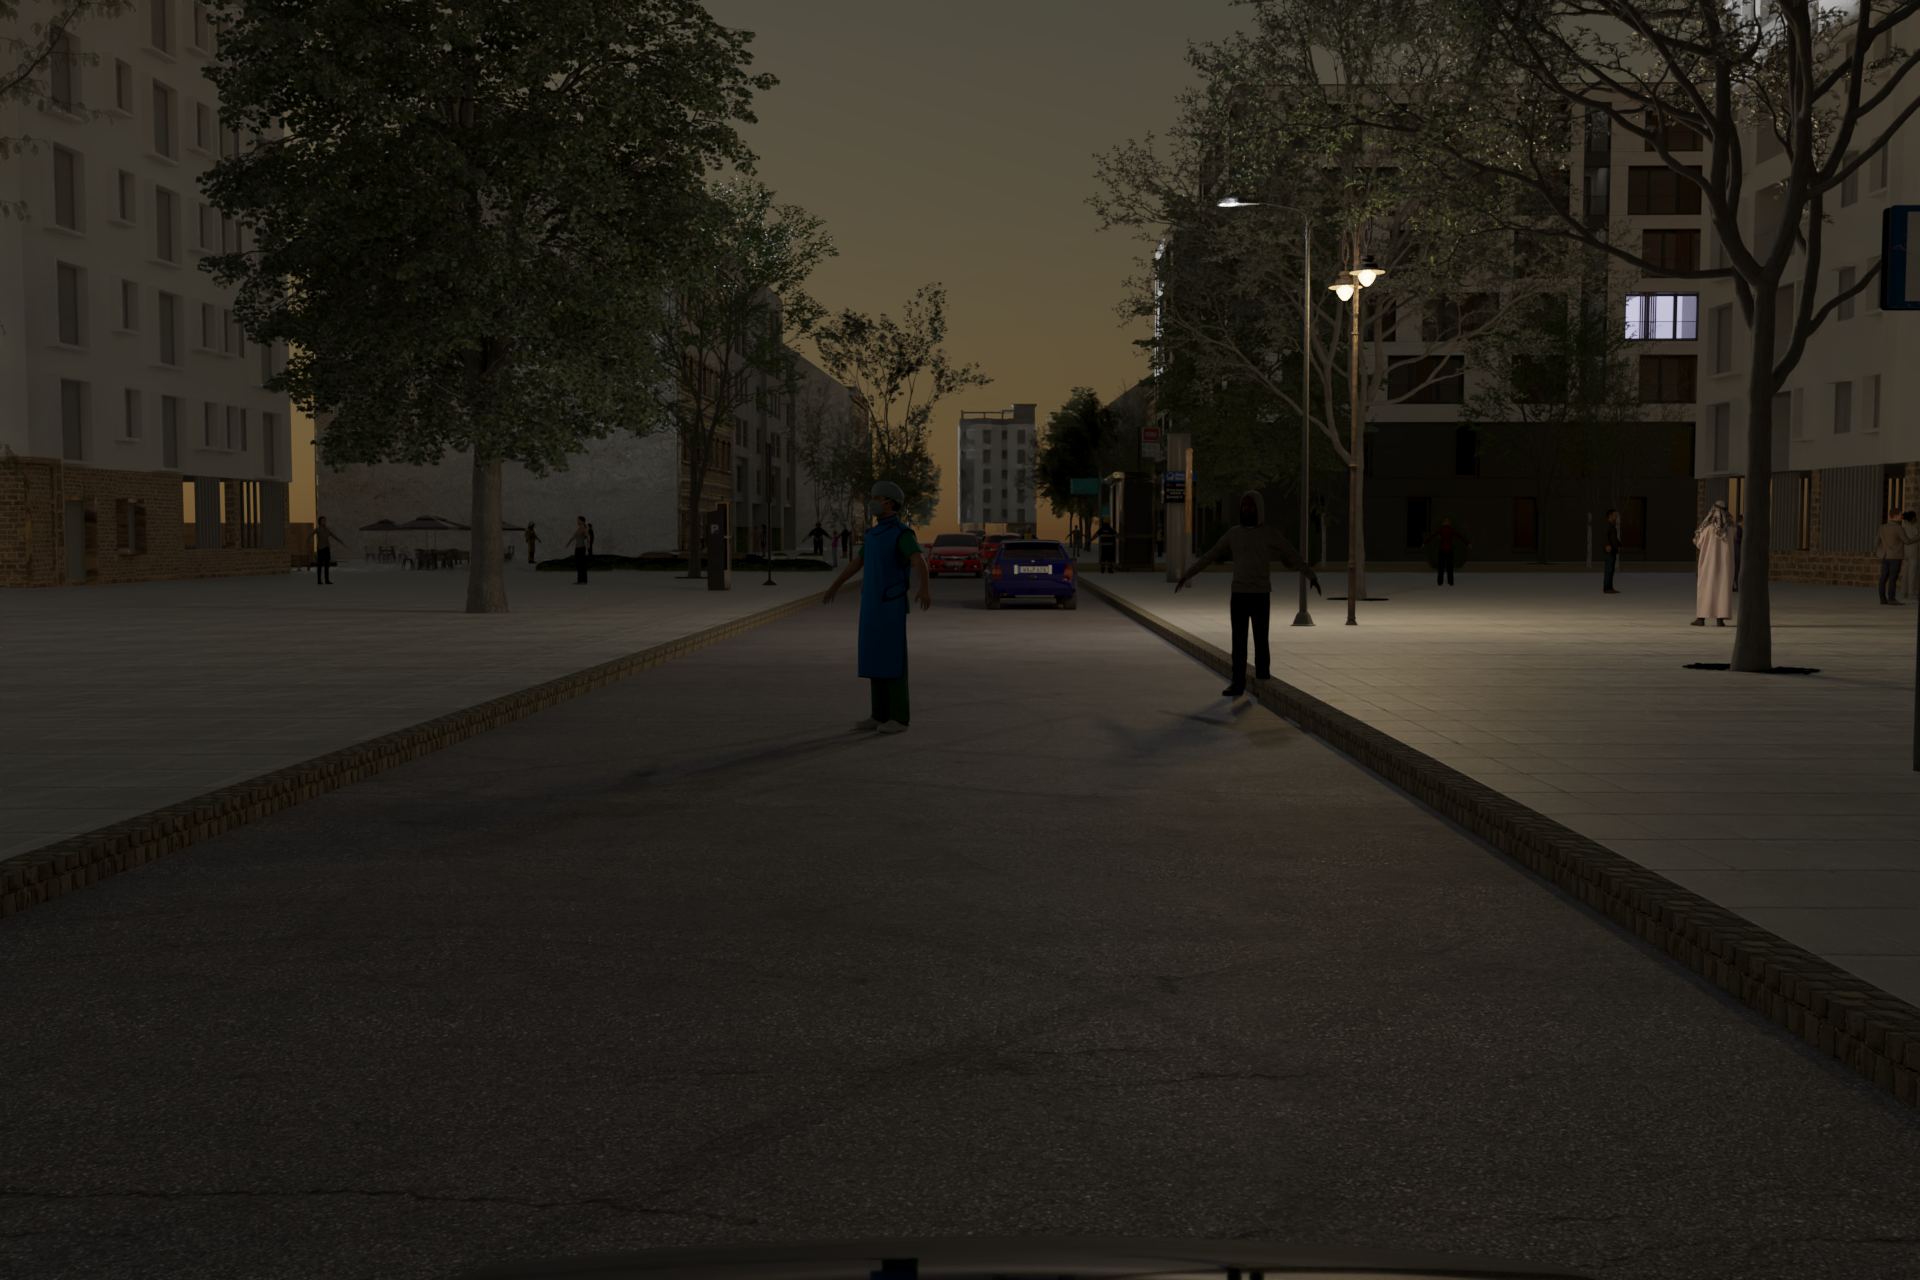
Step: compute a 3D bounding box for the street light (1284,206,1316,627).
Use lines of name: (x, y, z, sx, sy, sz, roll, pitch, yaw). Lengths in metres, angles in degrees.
street light: (5.328, -3.145, 23.961, 1.470, 5.913, 1.316, 0, 4, 2)

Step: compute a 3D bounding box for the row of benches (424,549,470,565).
row of benches: (-21.532, -3.484, 72.420, 1.422, 0.672, 4.104, 0, 4, 4)

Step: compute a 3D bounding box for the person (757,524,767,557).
person: (-10.957, -5.517, 96.344, 0.704, 1.843, 1.345, -2, 4, -26)

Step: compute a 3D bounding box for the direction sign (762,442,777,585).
direction sign: (-4.768, -3.136, 43.277, 0.379, 3.537, 0.876, 0, 4, 1)

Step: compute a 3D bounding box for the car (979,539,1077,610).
car: (1.359, -1.314, 34.071, 1.945, 1.354, 3.894, 0, 3, 0)

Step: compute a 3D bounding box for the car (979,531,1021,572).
car: (1.667, -3.521, 66.605, 2.155, 1.783, 4.494, 0, 4, 1)

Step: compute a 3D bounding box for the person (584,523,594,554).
person: (-18.415, -4.884, 86.044, 0.705, 1.806, 1.347, 1, 4, 10)

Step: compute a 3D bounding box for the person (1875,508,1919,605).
person: (17.029, -1.513, 31.319, 0.750, 1.759, 0.617, 0, 4, 3)

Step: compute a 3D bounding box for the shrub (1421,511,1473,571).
shrub: (16.719, -3.387, 59.413, 1.661, 2.075, 1.752, 0, 3, 0)

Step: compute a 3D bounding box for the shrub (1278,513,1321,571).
shrub: (11.949, -3.454, 60.885, 1.690, 2.028, 1.600, 0, 3, 0)

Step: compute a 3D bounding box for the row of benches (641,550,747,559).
row of benches: (-10.063, -3.030, 64.997, 4.104, 0.672, 1.422, 1, 4, 9)

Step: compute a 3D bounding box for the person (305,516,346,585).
person: (-16.161, -2.283, 44.093, 0.721, 1.744, 1.215, 2, 4, 32)

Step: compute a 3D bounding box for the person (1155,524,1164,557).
person: (11.014, -5.489, 95.708, 0.705, 1.833, 1.349, -1, 4, -17)

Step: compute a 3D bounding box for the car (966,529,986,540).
car: (1.244, -7.772, 135.741, 2.281, 1.827, 5.304, 0, 4, 1)

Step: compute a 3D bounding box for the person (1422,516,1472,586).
person: (12.083, -2.215, 43.019, 1.215, 1.729, 0.721, 1, 4, 22)

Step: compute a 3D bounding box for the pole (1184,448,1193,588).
pole: (5.441, -2.900, 41.251, 0.158, 3.312, 0.155, 0, 3, 0)

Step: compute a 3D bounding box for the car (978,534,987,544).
car: (2.018, -5.852, 105.466, 2.009, 1.686, 4.222, 0, 4, 1)

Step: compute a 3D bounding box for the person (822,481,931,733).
person: (-0.563, -0.247, 12.616, 0.704, 1.817, 1.347, -2, 4, -35)

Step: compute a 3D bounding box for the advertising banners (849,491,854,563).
advertising banners: (-4.345, -4.475, 69.353, 0.090, 3.025, 2.074, 0, 4, 1)

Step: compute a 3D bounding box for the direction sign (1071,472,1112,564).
direction sign: (5.995, -5.187, 73.568, 2.525, 3.948, 1.411, 0, 4, -1)

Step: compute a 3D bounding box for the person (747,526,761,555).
person: (-11.574, -5.577, 97.989, 0.721, 1.733, 1.217, 3, 5, 43)

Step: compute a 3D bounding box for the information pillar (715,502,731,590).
information pillar: (-5.406, -2.145, 39.570, 0.304, 2.012, 0.304, 0, 4, 1)

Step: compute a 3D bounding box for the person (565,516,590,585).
person: (-9.698, -2.274, 43.992, 0.721, 1.737, 1.217, -3, 5, -40)

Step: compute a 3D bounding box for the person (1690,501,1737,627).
person: (10.513, -1.061, 24.066, 0.551, 1.740, 0.621, -1, 4, -9)

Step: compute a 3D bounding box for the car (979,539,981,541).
car: (0.408, -6.534, 118.623, 2.131, 1.459, 4.920, 0, 4, 1)

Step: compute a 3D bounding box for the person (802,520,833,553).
person: (-5.887, -4.051, 72.021, 1.354, 1.856, 0.705, 0, 4, -6)

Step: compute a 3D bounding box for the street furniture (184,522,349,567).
street furniture: (-28.480, -3.756, 68.258, 11.010, 1.723, 9.812, 2, 4, 33)

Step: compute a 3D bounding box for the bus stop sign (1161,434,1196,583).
bus stop sign: (5.760, -3.464, 45.658, 0.837, 3.901, 0.837, 0, 4, 2)

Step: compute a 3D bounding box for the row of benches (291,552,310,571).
row of benches: (-24.744, -2.757, 60.545, 4.104, 0.672, 1.422, 1, 4, 13)

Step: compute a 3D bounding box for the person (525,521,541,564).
person: (-18.671, -4.268, 75.555, 0.705, 1.858, 1.354, 1, 4, 11)

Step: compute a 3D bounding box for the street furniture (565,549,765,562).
street furniture: (-12.537, -3.441, 71.889, 5.734, 0.657, 10.072, 3, 5, 39)

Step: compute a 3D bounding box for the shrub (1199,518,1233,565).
shrub: (10.886, -4.192, 72.965, 1.690, 2.028, 1.600, 0, 3, 0)

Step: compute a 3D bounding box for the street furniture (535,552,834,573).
street furniture: (-9.260, -2.702, 59.807, 10.072, 0.657, 5.734, 0, 4, 4)

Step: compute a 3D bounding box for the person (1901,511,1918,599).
person: (19.051, -1.699, 34.556, 0.721, 1.739, 1.217, 0, 4, -4)

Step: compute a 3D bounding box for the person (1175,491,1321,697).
person: (2.563, -0.412, 15.326, 1.348, 1.813, 0.705, 2, 4, 29)

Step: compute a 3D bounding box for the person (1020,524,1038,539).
person: (2.508, -3.225, 61.646, 1.216, 1.772, 0.721, 2, 4, 28)

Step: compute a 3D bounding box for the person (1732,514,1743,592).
person: (17.136, -1.905, 38.109, 0.530, 1.710, 0.541, 3, 5, 44)

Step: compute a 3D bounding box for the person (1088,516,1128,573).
person: (4.803, -3.105, 56.540, 1.351, 1.858, 0.704, 1, 4, 21)

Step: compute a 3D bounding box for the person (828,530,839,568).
person: (-4.845, -3.481, 66.173, 0.599, 1.433, 0.991, 1, 4, 16)

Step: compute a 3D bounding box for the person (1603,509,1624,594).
person: (14.095, -1.919, 37.448, 0.705, 1.821, 1.348, 2, 4, 33)

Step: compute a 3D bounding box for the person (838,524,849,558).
person: (-6.153, -5.249, 91.957, 0.704, 1.812, 1.346, -3, 4, -38)

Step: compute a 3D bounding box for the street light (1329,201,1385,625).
street light: (5.510, -3.145, 24.207, 0.468, 5.910, 1.993, 0, 4, 1)

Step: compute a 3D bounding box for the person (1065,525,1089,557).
person: (6.531, -5.559, 97.165, 1.348, 1.796, 0.705, 1, 4, 15)

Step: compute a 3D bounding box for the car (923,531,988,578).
car: (-0.121, -2.980, 57.765, 2.155, 1.783, 4.494, 0, 4, 2)
